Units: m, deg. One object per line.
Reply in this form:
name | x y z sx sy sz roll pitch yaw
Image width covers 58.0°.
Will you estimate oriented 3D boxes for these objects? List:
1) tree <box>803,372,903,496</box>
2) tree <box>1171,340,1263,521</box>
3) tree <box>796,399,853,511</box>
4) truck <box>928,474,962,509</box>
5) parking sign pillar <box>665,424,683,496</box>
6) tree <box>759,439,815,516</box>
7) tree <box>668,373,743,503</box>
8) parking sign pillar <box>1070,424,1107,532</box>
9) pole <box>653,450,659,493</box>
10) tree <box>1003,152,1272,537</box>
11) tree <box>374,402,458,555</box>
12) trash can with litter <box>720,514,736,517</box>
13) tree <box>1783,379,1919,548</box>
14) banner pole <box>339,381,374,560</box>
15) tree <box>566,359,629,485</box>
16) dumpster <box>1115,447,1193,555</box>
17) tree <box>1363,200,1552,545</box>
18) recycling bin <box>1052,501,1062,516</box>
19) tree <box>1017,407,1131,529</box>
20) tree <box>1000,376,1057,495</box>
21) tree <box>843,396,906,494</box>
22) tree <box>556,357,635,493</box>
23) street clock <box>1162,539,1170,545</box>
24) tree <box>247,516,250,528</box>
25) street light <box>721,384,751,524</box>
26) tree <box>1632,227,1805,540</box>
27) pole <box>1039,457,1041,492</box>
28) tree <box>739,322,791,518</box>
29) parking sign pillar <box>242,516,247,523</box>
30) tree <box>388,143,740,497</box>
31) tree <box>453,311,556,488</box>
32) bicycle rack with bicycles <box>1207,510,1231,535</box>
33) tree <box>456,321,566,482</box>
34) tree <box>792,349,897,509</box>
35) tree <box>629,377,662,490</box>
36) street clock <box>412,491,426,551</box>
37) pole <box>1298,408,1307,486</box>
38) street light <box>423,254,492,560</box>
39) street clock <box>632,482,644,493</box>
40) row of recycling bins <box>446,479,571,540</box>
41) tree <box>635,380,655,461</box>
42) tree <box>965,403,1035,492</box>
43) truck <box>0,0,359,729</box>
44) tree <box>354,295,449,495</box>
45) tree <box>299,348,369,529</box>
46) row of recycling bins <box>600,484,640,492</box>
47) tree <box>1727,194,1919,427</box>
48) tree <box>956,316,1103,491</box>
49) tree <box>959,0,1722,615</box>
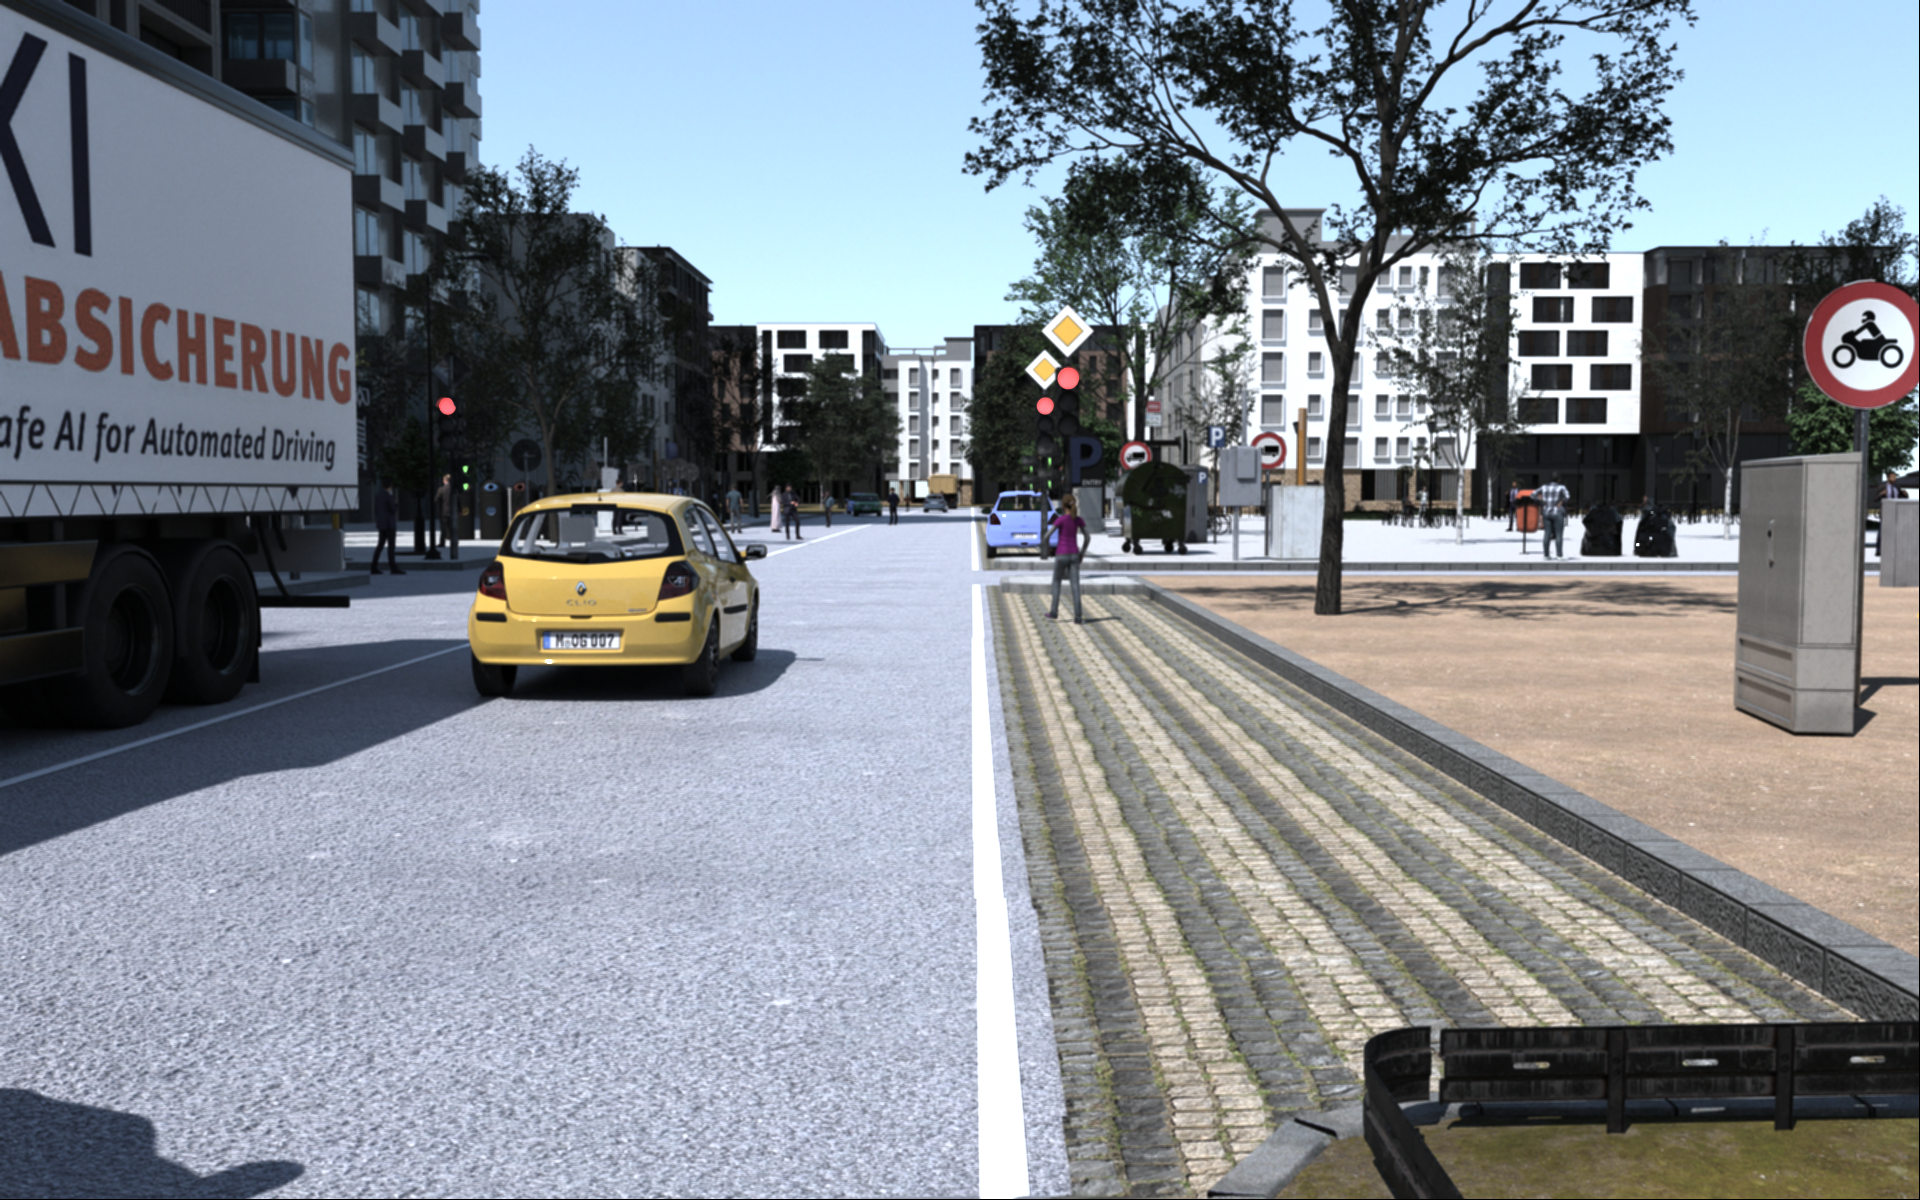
tree | -10.572 -15.835 169.267 12.009 13.543 11.850 0 3 0
tree | 12.477 -8.079 82.449 4.360 8.622 3.978 0 3 0
tree | -10.558 -11.282 134.816 4.360 8.622 3.978 0 3 0
truck | -1.573 -10.571 168.758 3.469 3.379 9.791 0 4 1
parking sign pillar | -10.804 -4.717 65.602 1.447 3.967 1.447 -1 4 -19
tree | -10.145 -7.292 102.943 4.285 4.588 4.351 0 3 0
tree | -15.181 -9.364 103.470 4.360 8.622 3.978 0 3 0
parking sign pillar | 4.269 -4.303 58.830 1.447 3.967 1.447 -1 4 -15
pole | -14.133 -5.304 80.559 0.158 3.312 0.155 0 3 0
tree | 5.148 -7.704 51.714 9.928 11.665 9.643 0 3 0
tree | -11.622 -2.576 36.724 1.663 3.219 1.824 0 3 0
trash can with litter | -13.615 -5.394 99.247 2.233 1.210 1.678 -2 4 -30
tree | 21.707 -3.570 42.087 4.285 4.588 4.351 0 3 0
banner pole | -11.794 -2.668 33.638 0.863 3.779 0.401 -2 4 -27
tree | -19.852 -8.313 86.275 4.737 8.622 4.395 0 3 0
dumpster | 4.142 -2.114 37.052 1.502 2.255 1.985 0 4 0
tree | 12.579 -5.717 43.839 4.360 8.622 3.978 0 3 0
recycling bin | 3.684 -3.354 67.395 0.722 1.027 0.722 2 4 34
tree | 4.895 -4.856 63.105 4.285 4.588 4.351 0 3 0
tree | 4.899 -9.226 101.212 4.360 8.622 3.978 0 3 0
tree | -9.580 -15.838 184.700 9.928 11.665 9.643 0 3 0
tree | -20.310 -8.668 92.082 4.360 8.622 3.978 0 3 0
street clock | 5.233 -2.398 43.785 0.358 2.002 0.471 -1 4 -17
tree | -20.739 -6.065 49.521 4.360 8.622 3.978 0 3 0
street light | -9.538 -6.176 73.521 1.470 5.913 1.316 0 4 0
tree | 21.320 -5.990 48.292 4.360 8.622 3.978 0 3 0
pole | 3.761 -5.416 82.402 0.158 3.312 0.155 0 3 0
tree | -11.122 -9.748 93.791 8.767 10.594 7.601 -2 4 -24
parking sign pillar | -15.657 -2.931 36.386 1.447 3.967 1.447 2 4 23
tree | -10.726 -6.803 45.647 8.767 10.594 7.601 -1 4 -14
tree | -18.867 -7.216 68.342 4.360 8.622 3.978 0 3 0
bicycle rack with bicycles | 7.500 -2.586 55.670 2.852 0.926 2.925 -3 5 -44
tree | -20.357 -7.603 74.669 4.737 8.622 4.395 0 3 0
tree | -10.353 -14.903 150.314 9.857 13.997 8.962 0 3 0
tree | -19.111 -9.026 97.930 4.737 8.622 4.395 0 3 0
street clock | -12.082 -2.087 38.698 0.471 2.002 0.358 -3 5 -43
pole | 8.129 -2.894 41.161 0.158 3.312 0.155 0 3 0
street light | -9.773 -3.741 33.706 1.470 5.913 1.316 0 4 0
street clock | -13.365 -4.122 71.959 0.471 2.002 0.358 -2 4 -34
row of recycling bins | -12.670 -2.537 48.592 3.534 1.692 1.069 0 4 -2
tree | -20.592 -9.408 104.181 4.360 8.622 3.978 0 3 0
tree | 4.949 -16.389 174.613 9.857 13.997 8.962 0 3 0
truck | -6.313 -1.200 8.538 2.839 4.237 11.283 0 4 2
tree | -20.886 -6.862 62.554 4.360 8.622 3.978 0 3 0
tree | -21.437 -6.482 56.337 4.737 8.622 4.395 0 3 0
row of recycling bins | -14.414 -4.074 73.717 1.069 1.692 3.534 1 4 8
tree | 27.760 -7.291 53.628 7.601 10.594 8.767 0 4 8
tree | 4.341 -11.897 111.522 9.611 12.733 9.660 0 3 0
tree | 3.793 -5.100 17.796 8.767 10.594 7.601 1 4 17
